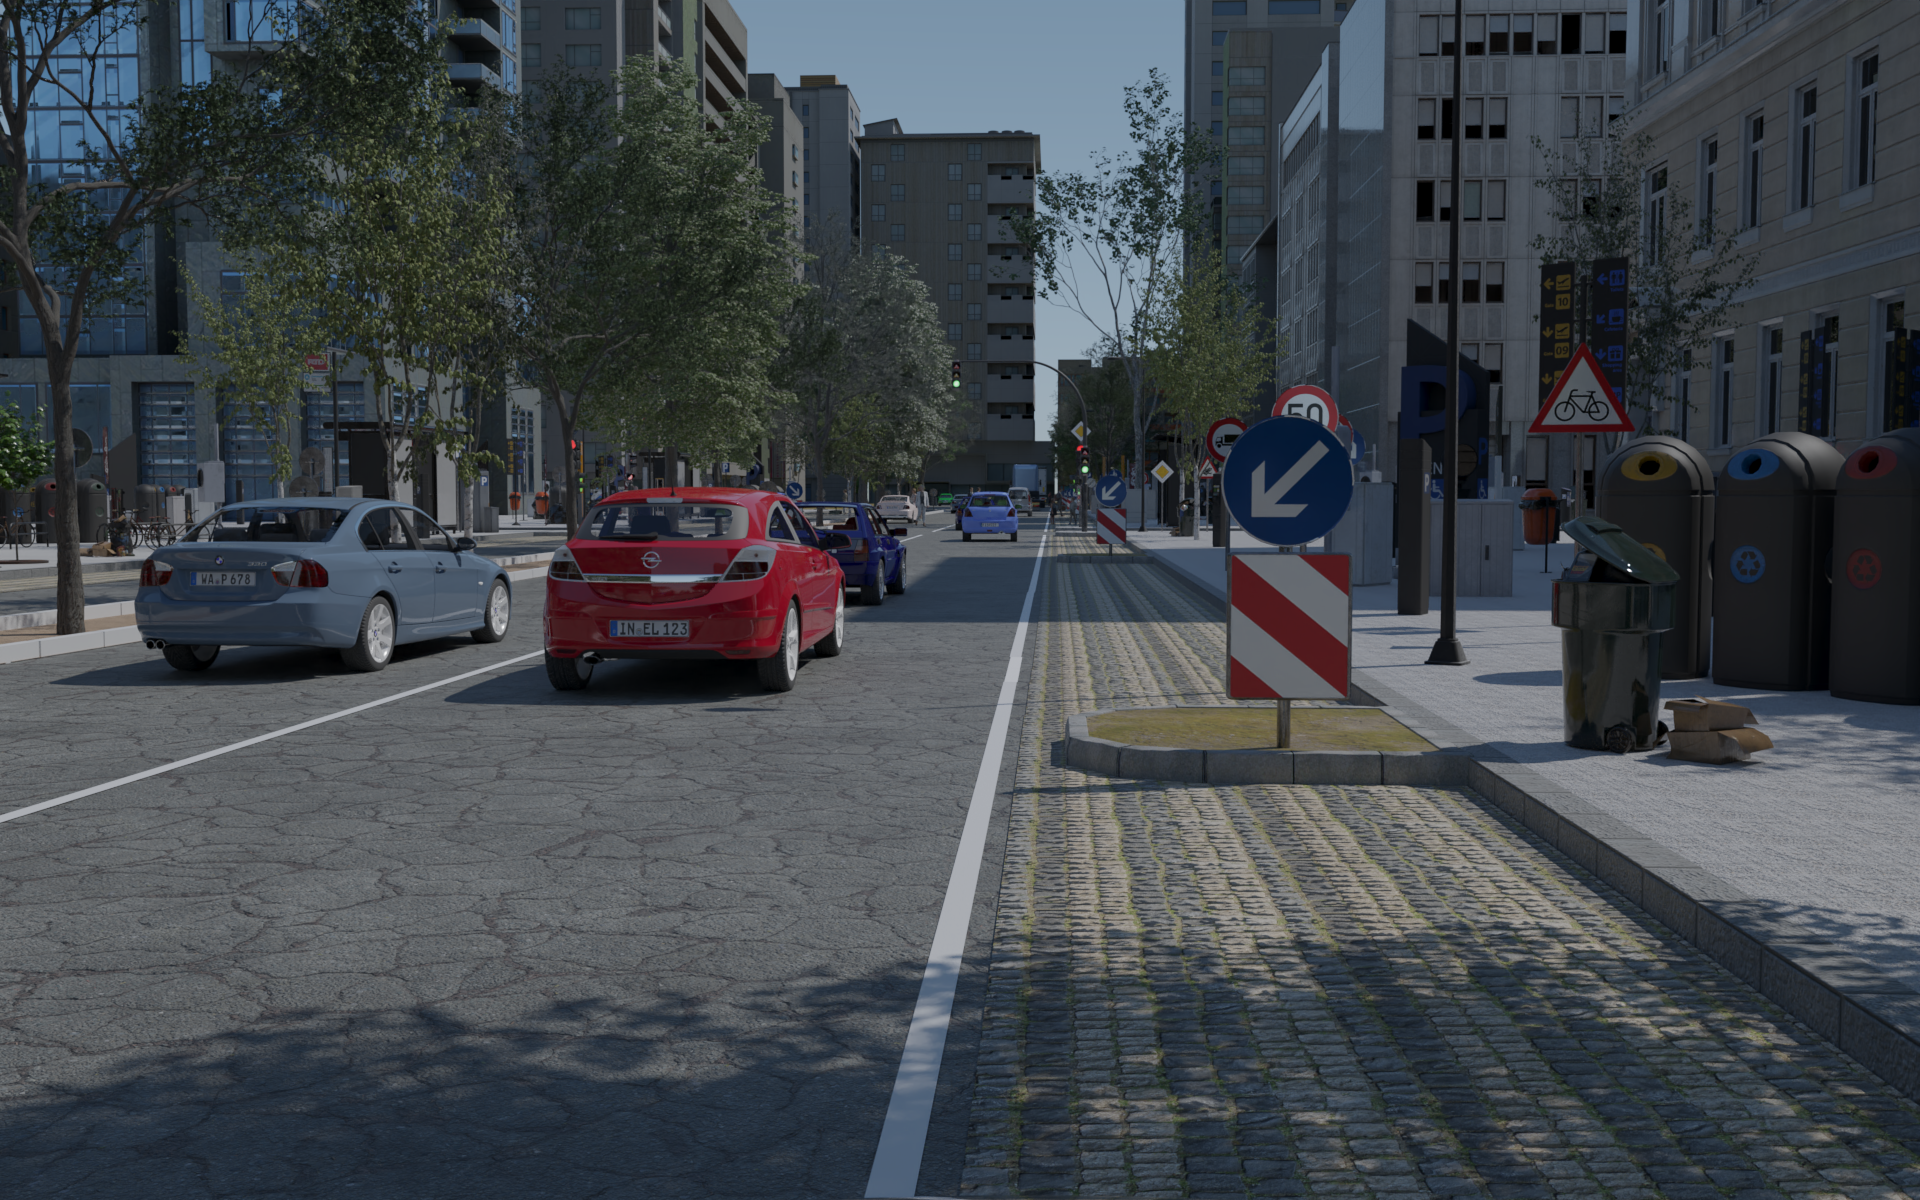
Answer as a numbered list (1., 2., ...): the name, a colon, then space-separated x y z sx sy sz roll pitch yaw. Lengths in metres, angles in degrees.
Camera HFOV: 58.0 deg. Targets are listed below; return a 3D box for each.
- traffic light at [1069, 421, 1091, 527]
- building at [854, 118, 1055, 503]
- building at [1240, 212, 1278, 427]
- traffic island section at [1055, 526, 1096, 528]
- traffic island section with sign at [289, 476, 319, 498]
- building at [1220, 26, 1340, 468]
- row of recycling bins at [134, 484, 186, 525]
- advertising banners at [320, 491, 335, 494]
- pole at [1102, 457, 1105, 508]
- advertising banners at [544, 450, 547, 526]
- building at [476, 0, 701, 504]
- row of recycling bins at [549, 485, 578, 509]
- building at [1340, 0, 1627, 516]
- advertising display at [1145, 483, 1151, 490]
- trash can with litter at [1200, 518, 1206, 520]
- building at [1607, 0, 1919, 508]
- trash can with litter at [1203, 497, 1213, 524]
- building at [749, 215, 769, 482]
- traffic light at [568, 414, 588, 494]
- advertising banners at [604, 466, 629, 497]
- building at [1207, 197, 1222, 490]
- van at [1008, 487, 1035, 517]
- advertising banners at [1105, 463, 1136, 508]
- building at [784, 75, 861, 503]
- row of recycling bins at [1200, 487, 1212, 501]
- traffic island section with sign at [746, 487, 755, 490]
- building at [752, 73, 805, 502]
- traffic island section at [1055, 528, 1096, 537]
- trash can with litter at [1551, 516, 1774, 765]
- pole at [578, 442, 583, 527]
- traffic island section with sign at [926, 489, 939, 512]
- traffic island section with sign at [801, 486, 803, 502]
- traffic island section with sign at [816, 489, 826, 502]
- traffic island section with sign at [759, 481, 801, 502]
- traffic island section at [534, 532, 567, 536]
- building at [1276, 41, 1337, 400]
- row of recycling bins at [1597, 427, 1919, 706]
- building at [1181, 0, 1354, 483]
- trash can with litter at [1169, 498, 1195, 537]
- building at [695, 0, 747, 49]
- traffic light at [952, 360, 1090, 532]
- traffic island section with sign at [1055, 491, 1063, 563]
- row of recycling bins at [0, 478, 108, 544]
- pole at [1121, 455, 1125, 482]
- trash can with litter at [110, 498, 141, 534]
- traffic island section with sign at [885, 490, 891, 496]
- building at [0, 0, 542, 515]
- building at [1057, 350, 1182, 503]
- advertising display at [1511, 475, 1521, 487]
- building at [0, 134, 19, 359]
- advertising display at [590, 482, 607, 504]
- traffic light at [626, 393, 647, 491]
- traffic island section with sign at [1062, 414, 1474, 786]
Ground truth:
1. traffic light: 4.637 -4.757 66.691 0.839 4.253 0.868 0 4 3
2. building: 0.055 -40.448 250.564 27.495 52.752 28.713 0 4 3
3. building: 28.960 -18.749 125.614 14.314 24.678 30.058 0 4 3
4. traffic island section: 4.677 -2.723 66.802 2.009 0.180 2.903 0 4 3
5. traffic island section with sign: -14.231 -1.736 37.008 1.989 1.847 2.006 0 4 3
6. building: 30.384 -28.873 155.664 14.154 41.232 14.086 0 4 3
7. row of recycling bins: -33.777 -4.039 73.154 1.069 1.692 3.534 0 4 3
8. advertising banners: -25.176 -4.556 70.678 2.074 3.025 0.090 0 4 2
9. pole: 7.886 -6.180 94.886 0.158 3.312 0.155 0 3 0
10. advertising banners: -16.765 -4.517 70.034 0.090 3.025 2.074 -1 4 -14
11. building: -27.731 -27.222 128.672 14.154 41.232 14.086 0 4 3
12. row of recycling bins: -18.723 -4.622 82.685 1.069 1.692 3.534 0 4 4
13. building: 28.678 -16.092 81.128 19.932 24.808 12.078 0 4 3
14. advertising display: 11.140 -5.851 100.885 0.974 1.923 0.123 0 4 2
15. trash can with litter: 12.150 -4.619 86.573 2.233 1.210 1.678 -1 4 -18
16. building: 22.899 -15.232 34.949 13.634 28.700 20.117 0 4 3
17. trash can with litter: 10.763 -3.843 74.224 0.624 1.170 1.055 1 4 13
18. building: -27.193 -24.537 172.887 14.160 30.474 14.107 0 4 3
19. traffic light: -13.283 -4.326 59.650 0.839 4.253 0.868 0 4 3
20. advertising banners: -21.209 -6.794 107.274 2.074 3.025 0.090 2 4 25
21. building: 31.214 -24.363 170.041 14.160 30.474 14.107 0 4 3
22. van: 3.788 -6.365 111.080 2.013 2.044 4.112 0 4 4
23. advertising banners: 9.059 -6.218 97.859 2.074 3.025 0.090 0 4 7
24. building: -28.507 -43.142 247.376 28.212 58.520 21.231 0 4 3
25. row of recycling bins: 15.056 -5.997 105.161 3.534 1.692 1.069 2 4 25
26. traffic island section with sign: -11.230 -5.125 92.415 1.989 1.847 2.006 0 4 3
27. building: -29.753 -35.102 197.625 21.600 48.544 21.300 0 4 3
28. traffic island section: 4.243 -2.235 58.829 2.009 0.180 2.903 0 4 3
29. trash can with litter: 3.497 0.169 8.617 0.624 1.170 1.055 -3 5 -42
30. pole: -14.744 -4.491 67.263 0.158 3.312 0.155 0 3 0
31. traffic island section with sign: -2.230 -8.193 142.087 2.006 1.907 1.989 0 4 3
32. traffic island section with sign: -6.305 -3.604 67.058 2.006 1.907 1.989 0 4 3
33. traffic island section with sign: -9.680 -6.845 120.537 1.989 1.847 2.006 0 4 3
34. traffic island section with sign: -6.717 -3.151 59.663 2.006 1.907 1.989 0 4 3
35. traffic island section: -13.322 -2.294 59.787 2.009 0.180 2.903 0 4 3
36. building: 25.726 -17.277 100.497 12.078 24.808 19.932 0 4 3
37. row of recycling bins: 5.672 -0.251 11.212 1.069 1.692 3.534 -2 4 -31
38. building: 35.091 -39.664 190.509 21.231 58.520 28.212 0 4 3
39. trash can with litter: 6.655 -2.492 52.139 0.624 1.170 1.055 -2 4 -27
40. building: -31.262 -32.478 154.709 21.300 48.544 21.600 0 4 3
41. traffic light: 2.110 -5.139 58.689 4.771 5.953 1.251 0 4 3
42. traffic island section with sign: 3.039 -1.696 36.359 1.989 1.847 2.006 0 4 3
43. row of recycling bins: -23.998 -2.304 44.791 3.534 1.692 1.069 -3 5 -43
44. pole: 8.577 -5.949 91.112 0.158 3.312 0.155 0 3 0
45. trash can with litter: -27.507 -2.763 56.239 1.678 1.210 2.233 -2 4 -35
46. traffic island section with sign: -7.014 -9.846 169.604 1.989 1.847 2.006 0 4 3
47. building: -36.797 -47.761 93.568 22.319 86.520 31.000 0 4 3
48. building: 28.496 -24.683 248.610 28.899 21.520 27.650 0 4 3
49. advertising display: 18.468 -3.202 57.563 0.123 1.923 0.974 0 4 7
50. building: -65.424 -15.192 93.421 28.899 21.520 27.650 0 4 3
51. advertising display: -19.447 -5.355 92.764 0.974 1.923 0.123 3 4 37
52. traffic light: -10.755 -5.681 67.545 4.771 5.953 1.251 0 4 3
53. traffic island section with sign: 1.575 -0.050 9.444 1.989 1.847 2.006 0 4 3
